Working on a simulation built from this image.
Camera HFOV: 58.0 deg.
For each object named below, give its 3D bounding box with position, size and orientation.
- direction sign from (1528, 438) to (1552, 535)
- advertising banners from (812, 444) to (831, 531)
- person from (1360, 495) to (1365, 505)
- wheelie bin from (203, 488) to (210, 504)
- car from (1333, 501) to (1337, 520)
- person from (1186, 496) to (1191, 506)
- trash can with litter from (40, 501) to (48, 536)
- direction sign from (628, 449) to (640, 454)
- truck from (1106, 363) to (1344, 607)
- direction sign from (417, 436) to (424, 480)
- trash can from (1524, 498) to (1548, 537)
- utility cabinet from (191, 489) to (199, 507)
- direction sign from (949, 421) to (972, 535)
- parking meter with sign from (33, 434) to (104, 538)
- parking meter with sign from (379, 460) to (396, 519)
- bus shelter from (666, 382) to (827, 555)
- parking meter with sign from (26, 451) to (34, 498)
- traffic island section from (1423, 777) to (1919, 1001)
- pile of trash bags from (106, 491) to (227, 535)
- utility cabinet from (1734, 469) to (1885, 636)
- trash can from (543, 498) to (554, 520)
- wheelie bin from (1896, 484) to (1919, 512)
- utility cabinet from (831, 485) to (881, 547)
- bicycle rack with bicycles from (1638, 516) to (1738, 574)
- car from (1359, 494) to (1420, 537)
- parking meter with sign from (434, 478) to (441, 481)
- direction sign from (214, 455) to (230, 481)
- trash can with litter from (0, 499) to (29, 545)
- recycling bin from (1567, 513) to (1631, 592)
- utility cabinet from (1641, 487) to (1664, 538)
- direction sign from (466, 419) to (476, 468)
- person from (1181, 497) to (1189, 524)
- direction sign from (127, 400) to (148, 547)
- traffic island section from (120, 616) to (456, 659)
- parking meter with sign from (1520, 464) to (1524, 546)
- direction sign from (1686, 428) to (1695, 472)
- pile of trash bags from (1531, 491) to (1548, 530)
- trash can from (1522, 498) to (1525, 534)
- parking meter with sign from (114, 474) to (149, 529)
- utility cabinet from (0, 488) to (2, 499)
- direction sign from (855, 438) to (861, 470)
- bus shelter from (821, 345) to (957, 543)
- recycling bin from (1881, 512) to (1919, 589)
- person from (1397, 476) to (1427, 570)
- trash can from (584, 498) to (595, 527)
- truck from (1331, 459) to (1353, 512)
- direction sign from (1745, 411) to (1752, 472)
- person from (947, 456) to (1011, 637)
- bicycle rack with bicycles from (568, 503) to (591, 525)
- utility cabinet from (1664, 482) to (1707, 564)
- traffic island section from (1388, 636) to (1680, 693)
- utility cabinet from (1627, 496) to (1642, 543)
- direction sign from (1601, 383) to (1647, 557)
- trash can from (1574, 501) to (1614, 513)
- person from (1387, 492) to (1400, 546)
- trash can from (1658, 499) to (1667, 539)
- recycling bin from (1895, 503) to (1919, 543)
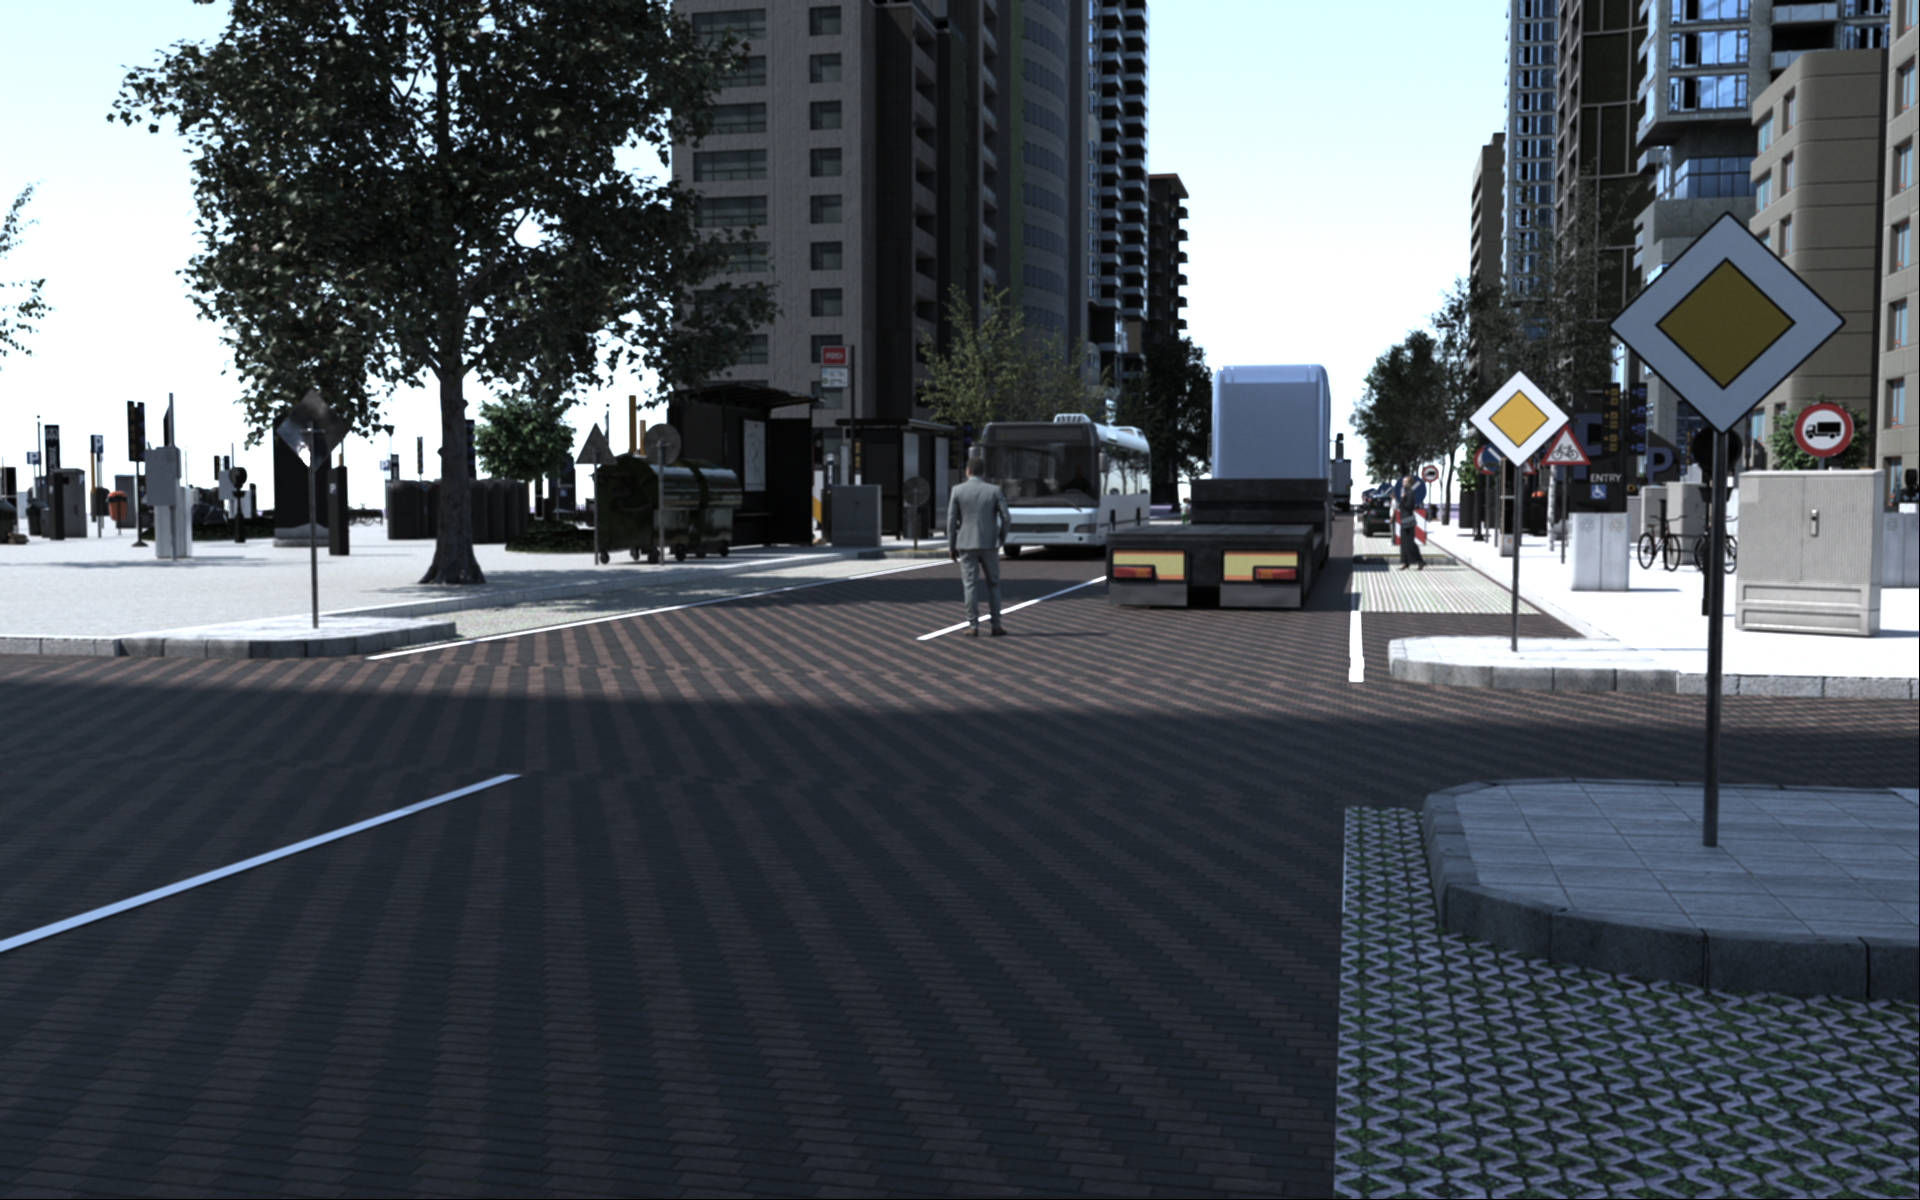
[{"bbox_3d":[18.030,-3.804,54.188,0.876,3.537,0.379,1,4,13],"label":"direction sign"},{"bbox_3d":[-4.516,-3.868,59.437,2.074,3.025,0.090,1,4,15],"label":"advertising banners"},{"bbox_3d":[50.459,-12.672,216.422,1.217,1.736,0.721,-1,4,-23],"label":"person"},{"bbox_3d":[-42.552,-5.494,97.738,0.693,1.594,0.980,1,4,12],"label":"wheelie bin"},{"bbox_3d":[19.268,-5.109,93.318,2.009,1.686,4.222,1,4,15],"label":"car"},{"bbox_3d":[5.615,-1.995,41.298,0.466,1.800,0.511,0,4,0],"label":"person"},{"bbox_3d":[-28.095,-2.552,53.115,1.055,1.170,0.624,1,4,20],"label":"trash can with litter"},{"bbox_3d":[-16.209,-5.795,86.752,0.876,3.537,0.379,-3,4,-38],"label":"direction sign"},{"bbox_3d":[5.107,-2.478,30.278,2.967,4.110,18.799,1,4,13],"label":"truck"},{"bbox_3d":[-21.108,-4.635,67.774,0.379,3.537,0.876,-2,4,-31],"label":"direction sign"},{"bbox_3d":[17.543,-2.482,52.233,0.748,1.137,0.748,0,3,0],"label":"trash can"},{"bbox_3d":[-36.776,-4.516,82.522,1.173,1.500,0.318,2,4,28],"label":"utility cabinet"},{"bbox_3d":[0.012,-3.793,54.016,0.876,3.537,0.379,-3,4,-36],"label":"direction sign"},{"bbox_3d":[-26.039,-3.332,50.733,1.738,3.016,0.543,0,4,4],"label":"parking meter with sign"},{"bbox_3d":[-29.238,-5.693,89.349,0.543,3.016,1.738,1,4,10],"label":"parking meter with sign"},{"bbox_3d":[-4.773,-2.958,39.644,1.731,3.624,6.357,1,4,13],"label":"bus shelter"},{"bbox_3d":[-37.178,-4.505,69.915,0.543,3.016,1.738,-3,4,-38],"label":"parking meter with sign"},{"bbox_3d":[2.757,0.976,6.326,2.009,0.180,2.903,1,4,13],"label":"traffic island section"},{"bbox_3d":[-25.087,-2.756,54.806,3.447,1.369,1.912,-2,4,-33],"label":"pile of trash bags"},{"bbox_3d":[7.767,-0.440,15.869,0.318,1.500,1.173,-3,5,-44],"label":"utility cabinet"},{"bbox_3d":[-15.571,-3.259,64.934,0.748,1.137,0.748,0,3,0],"label":"trash can"},{"bbox_3d":[27.821,-2.613,50.629,0.693,1.594,0.980,0,4,3],"label":"wheelie bin"},{"bbox_3d":[-2.502,-2.021,41.729,1.173,1.500,0.318,1,4,15],"label":"utility cabinet"},{"bbox_3d":[12.668,-0.913,28.305,2.852,0.926,2.925,0,4,4],"label":"bicycle rack with bicycles"},{"bbox_3d":[14.446,-2.956,58.118,2.009,1.686,4.222,1,4,11],"label":"car"},{"bbox_3d":[-24.730,-5.287,82.708,1.738,3.016,0.543,2,4,29],"label":"parking meter with sign"},{"bbox_3d":[-43.028,-6.670,101.043,0.876,3.537,0.379,-1,4,-20],"label":"direction sign"},{"bbox_3d":[-24.227,-2.008,44.221,1.055,1.170,0.624,1,4,22],"label":"trash can with litter"},{"bbox_3d":[8.500,-0.642,23.055,0.722,1.027,0.722,1,4,15],"label":"recycling bin"},{"bbox_3d":[20.474,-2.552,50.397,1.173,1.500,0.318,0,4,5],"label":"utility cabinet"},{"bbox_3d":[-15.055,-3.687,52.274,0.876,3.537,0.379,0,4,-5],"label":"direction sign"},{"bbox_3d":[8.760,-3.347,67.471,0.306,1.304,0.590,0,4,6],"label":"person"},{"bbox_3d":[-20.061,-3.074,42.262,0.379,3.537,0.876,0,4,0],"label":"direction sign"},{"bbox_3d":[-6.180,0.350,16.554,2.009,0.180,2.903,1,4,13],"label":"traffic island section"},{"bbox_3d":[13.779,-2.867,43.144,0.543,3.016,1.738,1,4,19],"label":"parking meter with sign"},{"bbox_3d":[25.137,-4.138,59.660,0.379,3.537,0.876,0,4,7],"label":"direction sign"},{"bbox_3d":[21.111,-3.143,61.143,1.912,1.369,3.447,3,5,44],"label":"pile of trash bags"},{"bbox_3d":[18.222,-2.707,55.907,0.748,1.137,0.748,0,3,0],"label":"trash can"},{"bbox_3d":[-31.126,-4.181,64.615,1.738,3.016,0.543,-1,4,-15],"label":"parking meter with sign"},{"bbox_3d":[-34.887,-3.307,62.750,0.318,1.500,1.173,3,5,43],"label":"utility cabinet"},{"bbox_3d":[-3.137,-3.933,56.309,0.876,3.537,0.379,2,4,26],"label":"direction sign"},{"bbox_3d":[-2.109,-4.377,49.200,2.179,5.291,8.768,1,4,13],"label":"bus shelter"},{"bbox_3d":[12.751,-0.690,23.830,0.722,1.027,0.722,0,4,-6],"label":"recycling bin"},{"bbox_3d":[8.413,-1.433,32.352,0.534,1.772,0.576,-1,4,-10],"label":"person"},{"bbox_3d":[-14.205,-3.395,67.158,0.748,1.137,0.748,0,3,0],"label":"trash can"},{"bbox_3d":[31.137,-9.453,143.466,2.839,4.237,11.283,1,4,12],"label":"truck"},{"bbox_3d":[17.419,-2.833,38.321,0.379,3.537,0.876,1,4,18],"label":"direction sign"},{"bbox_3d":[0.192,-0.544,17.488,0.635,1.810,0.391,-1,4,-10],"label":"person"},{"bbox_3d":[-15.142,-3.559,71.572,2.852,0.926,2.925,1,4,22],"label":"bicycle rack with bicycles"},{"bbox_3d":[13.241,-1.399,31.551,0.318,1.500,1.173,3,5,42],"label":"utility cabinet"},{"bbox_3d":[4.535,0.500,14.111,2.009,0.180,2.903,1,4,13],"label":"traffic island section"},{"bbox_3d":[17.440,-2.116,45.766,1.020,1.237,0.306,1,4,12],"label":"utility cabinet"},{"bbox_3d":[13.498,-2.646,35.259,0.876,3.537,0.379,0,4,4],"label":"direction sign"},{"bbox_3d":[12.622,-1.398,34.507,0.748,1.137,0.748,0,3,0],"label":"trash can"},{"bbox_3d":[12.053,-2.261,48.059,0.523,1.515,0.503,0,4,-7],"label":"person"},{"bbox_3d":[19.368,-2.167,47.081,0.748,1.137,0.748,0,3,0],"label":"trash can"},{"bbox_3d":[26.532,-2.165,47.954,0.722,1.027,0.722,0,4,-6],"label":"recycling bin"}]
